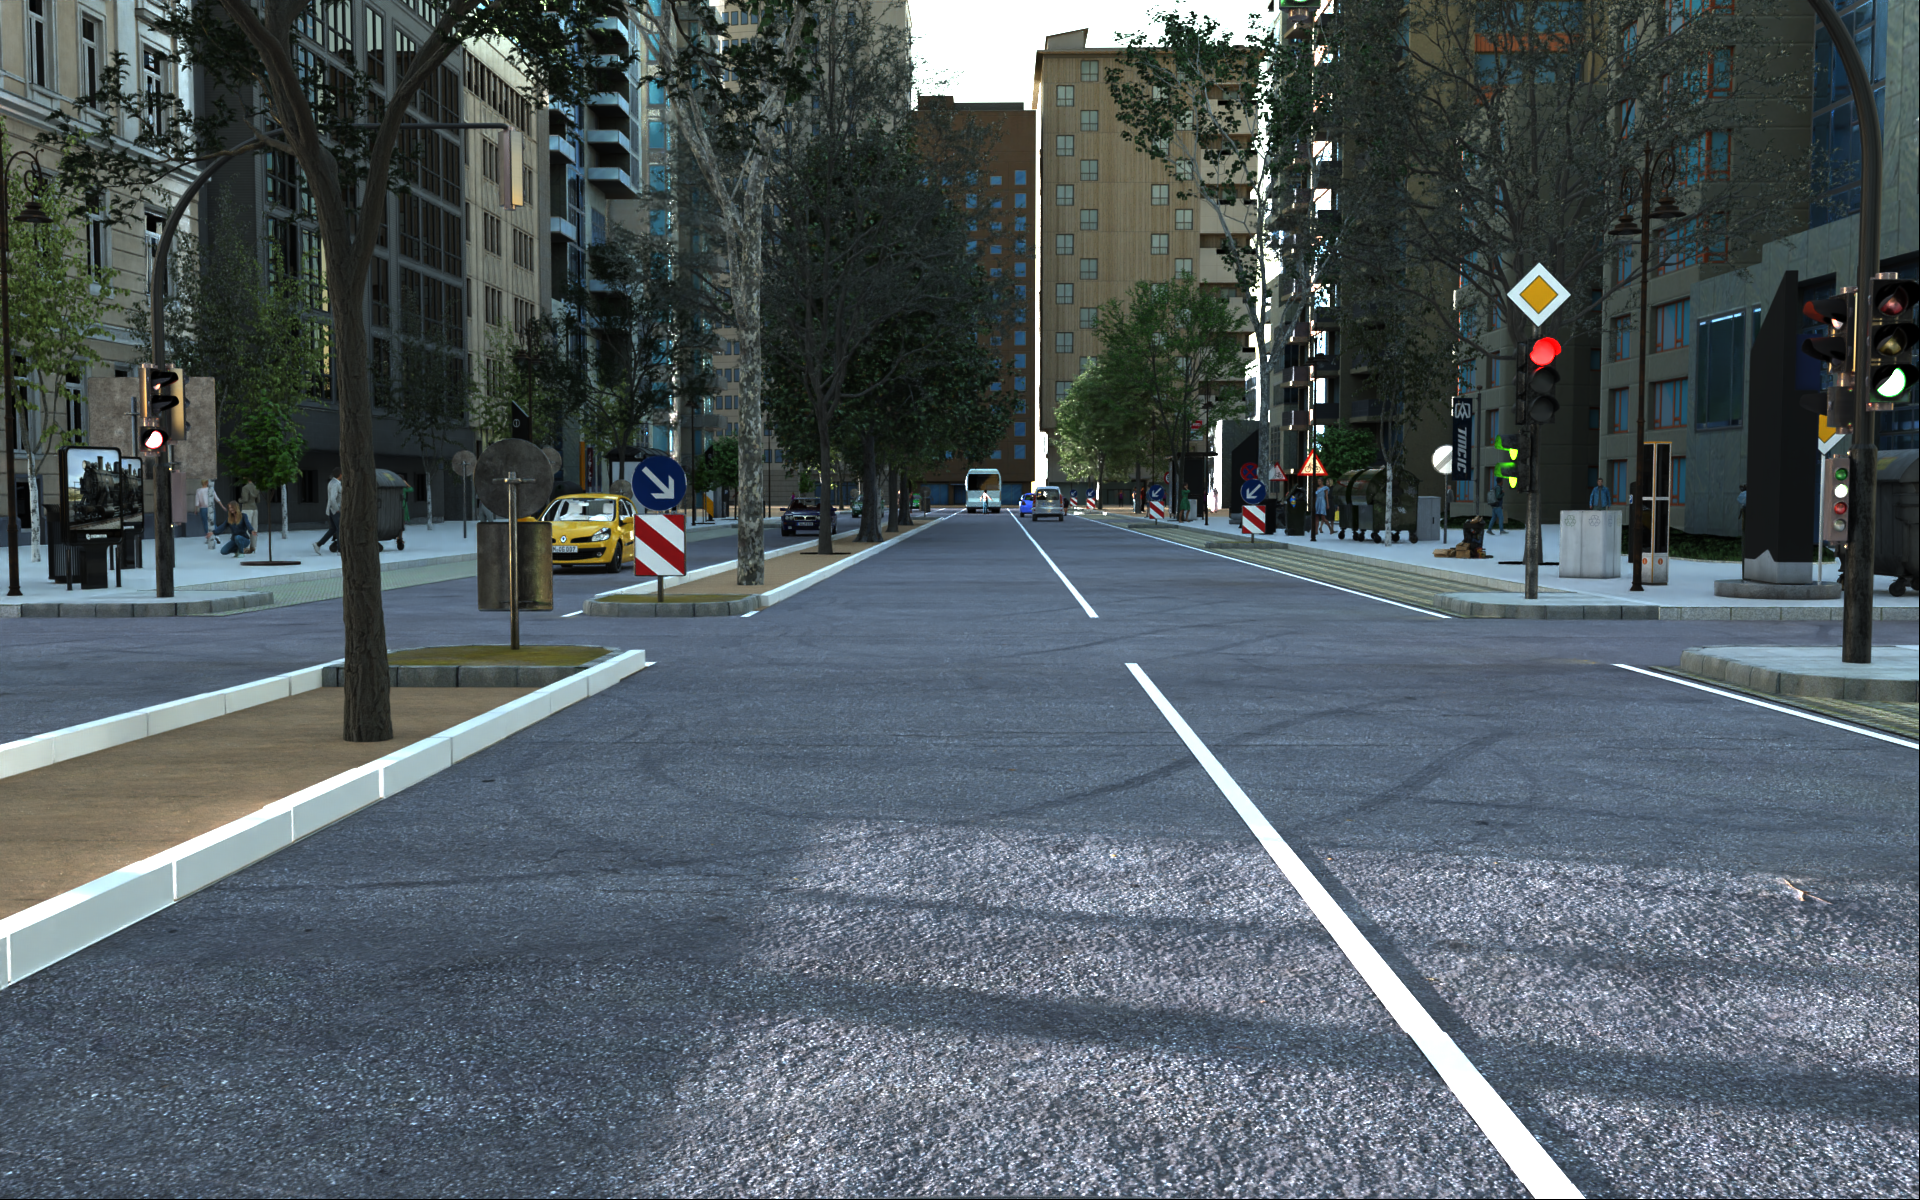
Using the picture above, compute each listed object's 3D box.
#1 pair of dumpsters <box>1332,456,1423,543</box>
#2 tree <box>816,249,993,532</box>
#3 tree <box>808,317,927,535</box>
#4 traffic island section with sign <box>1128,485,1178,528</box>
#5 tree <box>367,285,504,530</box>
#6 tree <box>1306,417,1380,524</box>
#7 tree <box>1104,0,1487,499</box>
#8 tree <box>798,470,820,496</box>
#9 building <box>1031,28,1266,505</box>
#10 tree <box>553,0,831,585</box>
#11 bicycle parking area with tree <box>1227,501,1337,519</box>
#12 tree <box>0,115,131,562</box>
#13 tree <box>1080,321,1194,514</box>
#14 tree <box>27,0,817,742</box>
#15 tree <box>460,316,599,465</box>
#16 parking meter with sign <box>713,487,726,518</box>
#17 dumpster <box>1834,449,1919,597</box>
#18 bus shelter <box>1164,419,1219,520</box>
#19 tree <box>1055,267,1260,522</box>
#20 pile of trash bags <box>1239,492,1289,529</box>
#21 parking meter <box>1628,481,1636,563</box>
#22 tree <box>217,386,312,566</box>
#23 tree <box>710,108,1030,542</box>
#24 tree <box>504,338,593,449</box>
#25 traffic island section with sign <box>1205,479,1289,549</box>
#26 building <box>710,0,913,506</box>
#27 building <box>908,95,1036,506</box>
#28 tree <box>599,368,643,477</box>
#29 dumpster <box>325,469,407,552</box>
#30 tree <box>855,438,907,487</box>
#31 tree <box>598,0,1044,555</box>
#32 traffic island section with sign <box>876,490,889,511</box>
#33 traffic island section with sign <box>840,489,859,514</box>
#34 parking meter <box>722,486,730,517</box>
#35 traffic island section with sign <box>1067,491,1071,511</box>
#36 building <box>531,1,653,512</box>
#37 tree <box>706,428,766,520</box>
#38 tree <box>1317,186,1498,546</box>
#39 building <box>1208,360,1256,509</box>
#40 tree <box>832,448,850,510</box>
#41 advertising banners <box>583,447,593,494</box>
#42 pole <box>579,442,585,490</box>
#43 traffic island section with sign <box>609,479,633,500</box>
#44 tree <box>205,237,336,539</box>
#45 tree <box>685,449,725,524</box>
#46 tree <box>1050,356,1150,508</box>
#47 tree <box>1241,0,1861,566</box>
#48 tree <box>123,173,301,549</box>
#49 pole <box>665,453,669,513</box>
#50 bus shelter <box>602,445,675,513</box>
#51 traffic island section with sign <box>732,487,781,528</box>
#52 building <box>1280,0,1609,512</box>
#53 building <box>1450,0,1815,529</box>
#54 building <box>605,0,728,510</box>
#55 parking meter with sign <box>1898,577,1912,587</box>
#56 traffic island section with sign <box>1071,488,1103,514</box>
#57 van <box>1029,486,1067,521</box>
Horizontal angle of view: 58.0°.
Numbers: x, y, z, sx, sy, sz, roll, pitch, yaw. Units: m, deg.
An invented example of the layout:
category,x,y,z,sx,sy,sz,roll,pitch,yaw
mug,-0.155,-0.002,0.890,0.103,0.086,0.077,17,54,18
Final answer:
category,x,y,z,sx,sy,sz,roll,pitch,yaw
pair of dumpsters,11.288,-2.716,46.905,1.574,2.255,4.437,0,4,1
tree,-2.612,-8.833,65.005,7.486,12.596,7.792,0,3,0
tree,-2.732,-6.490,58.926,4.737,8.622,4.395,0,3,0
traffic island section with sign,8.080,-3.923,72.762,1.989,1.847,2.006,0,4,1
tree,-18.714,-6.746,60.664,4.360,8.622,3.978,0,3,0
tree,16.210,-5.498,73.610,4.285,4.588,4.351,0,3,0
tree,11.703,-12.404,58.688,12.611,20.169,13.585,0,3,0
tree,-11.047,-7.829,122.607,1.663,3.219,1.824,0,3,0
building,22.401,-37.670,205.147,27.495,52.752,28.713,0,4,1
tree,-4.481,-10.343,27.458,12.611,20.169,13.585,0,3,0
bicycle parking area with tree,17.848,-6.337,90.606,8.231,4.147,9.016,1,4,19
tree,-17.520,-5.017,32.386,4.737,8.622,4.395,0,3,0
tree,11.340,-11.977,113.956,7.486,12.596,7.792,0,3,0
tree,-3.408,-4.478,10.092,8.767,10.594,7.601,0,4,1
tree,-18.157,-7.378,70.992,4.737,8.622,4.395,0,3,0
parking meter with sign,-13.091,-5.920,93.060,0.543,3.016,1.738,1,4,15
dumpster,12.214,-1.008,22.234,1.264,1.857,1.865,0,4,1
bus shelter,11.941,-6.911,90.626,2.179,5.291,8.768,0,4,1
tree,10.212,-9.493,80.971,9.928,11.665,9.643,0,3,0
pile of trash bags,11.987,-3.416,65.611,1.912,1.369,3.447,2,4,33
parking meter,12.666,-1.459,32.273,0.372,1.533,0.369,0,3,0
tree,-12.648,-2.245,31.315,1.663,3.219,1.824,0,3,0
tree,-2.698,-8.063,51.299,9.611,12.733,9.660,0,3,0
tree,-19.130,-7.921,79.865,4.360,8.622,3.978,0,3,0
traffic island section with sign,7.541,-2.274,45.813,1.989,1.847,2.006,0,4,1
building,-19.732,-40.340,201.563,28.212,58.520,21.231,0,4,1
building,1.397,-33.512,198.039,14.200,45.320,14.600,0,4,1
tree,-18.963,-8.786,94.010,4.737,8.622,4.395,0,3,0
dumpster,-13.273,-2.017,38.732,1.264,1.857,1.865,0,4,1
tree,-2.748,-7.253,71.405,4.360,8.622,3.978,0,3,0
tree,-3.154,-7.802,40.392,12.009,13.543,11.850,0,3,0
traffic island section with sign,-6.921,-8.675,150.463,1.989,1.847,2.006,0,4,1
traffic island section with sign,-7.487,-7.027,123.514,1.989,1.847,2.006,0,4,1
parking meter,-13.113,-5.577,96.900,0.399,1.863,0.255,-2,4,-32
traffic island section with sign,9.699,-8.647,150.013,1.989,1.847,2.006,0,4,1
building,-32.340,-48.847,111.321,22.319,86.520,31.000,0,4,1
tree,-11.215,-6.254,85.966,4.285,4.588,4.351,0,3,0
tree,10.749,-5.619,42.233,4.360,8.622,3.978,0,3,0
building,33.814,-50.796,143.179,22.319,86.520,31.000,0,4,1
tree,-9.470,-13.049,139.103,9.928,11.665,9.643,0,3,0
advertising banners,-14.272,-4.240,65.517,0.090,3.025,2.074,-2,4,-33
pole,-14.692,-4.499,67.410,0.158,3.312,0.155,0,3,0
traffic island section with sign,-9.078,-2.296,46.165,1.989,1.847,2.006,0,4,1
tree,-19.395,-6.030,48.959,4.737,8.622,4.395,0,3,0
tree,-10.934,-4.839,73.715,1.663,3.219,1.824,0,3,0
tree,13.129,-15.581,161.408,9.857,13.997,8.962,0,3,0
tree,10.441,-7.393,31.241,12.009,13.543,11.850,0,3,0
tree,-17.464,-5.496,40.218,4.360,8.622,3.978,0,3,0
pole,-14.479,-5.607,85.518,0.158,3.312,0.155,0,3,0
bus shelter,-13.733,-4.914,74.262,2.014,3.302,5.546,0,4,1
traffic island section with sign,-8.521,-3.944,73.115,1.989,1.847,2.006,0,4,1
building,33.370,-28.132,114.578,22.147,44.769,28.867,0,4,1
building,36.930,-13.599,67.387,27.650,21.520,28.899,0,4,1
building,-36.146,-32.431,149.850,30.456,49.044,23.786,0,4,1
parking meter with sign,13.969,-1.698,24.026,1.738,3.016,0.543,0,4,-8
traffic island section with sign,9.141,-6.999,123.064,1.989,1.847,2.006,0,4,1
van,4.688,-5.213,92.242,2.013,2.044,4.112,0,4,3
